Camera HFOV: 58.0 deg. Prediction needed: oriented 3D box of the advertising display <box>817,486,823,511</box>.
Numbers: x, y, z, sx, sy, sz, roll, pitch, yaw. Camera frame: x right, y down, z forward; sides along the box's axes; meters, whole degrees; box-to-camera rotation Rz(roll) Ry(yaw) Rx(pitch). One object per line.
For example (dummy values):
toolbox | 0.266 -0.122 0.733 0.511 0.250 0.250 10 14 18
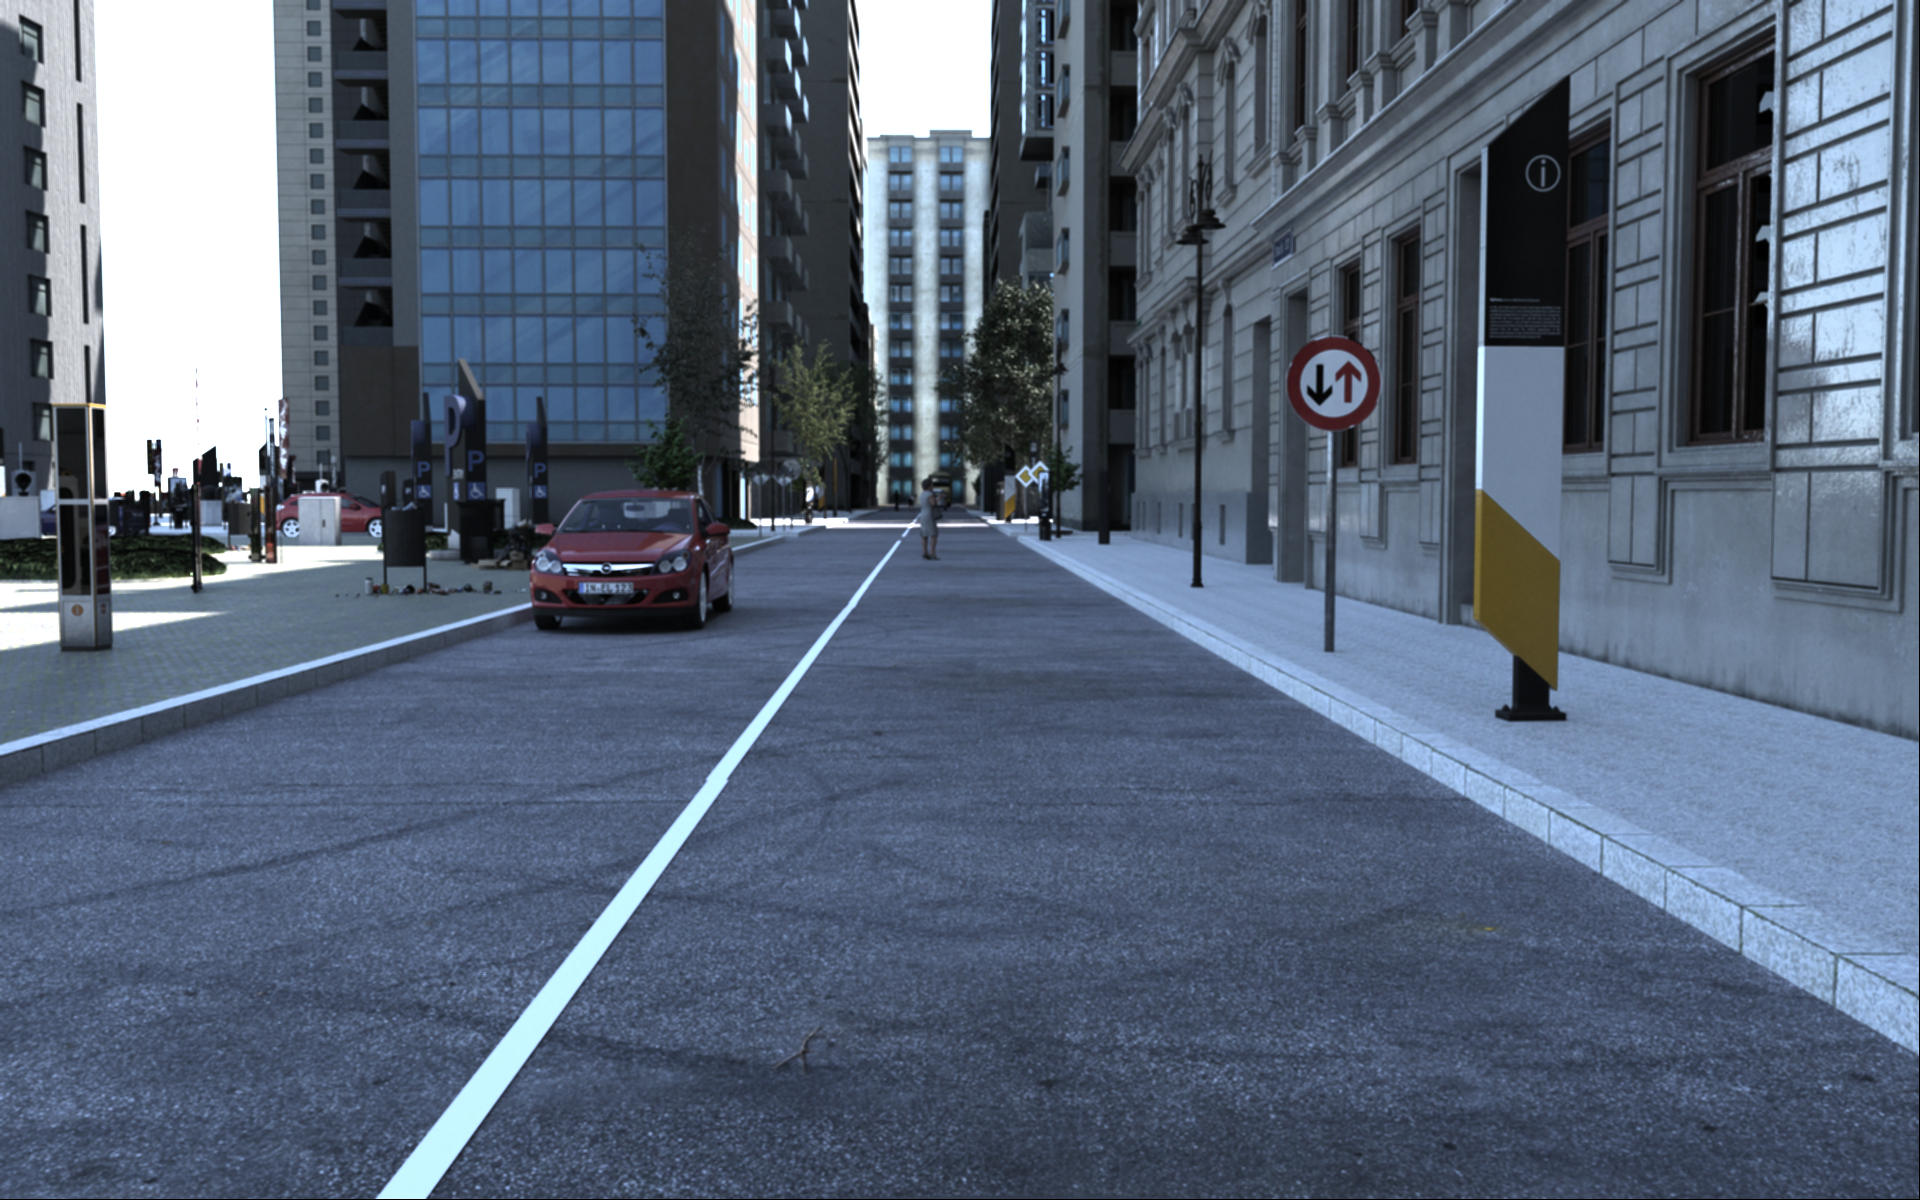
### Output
advertising display | -10.645 -7.756 132.029 0.974 1.923 0.123 3 5 39

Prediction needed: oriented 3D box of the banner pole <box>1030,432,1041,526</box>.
banner pole | 3.094 -4.924 70.531 0.401 3.779 0.863 -2 4 -34

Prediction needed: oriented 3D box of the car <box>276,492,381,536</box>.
car | -19.758 -2.860 55.799 4.494 1.783 2.155 0 4 1

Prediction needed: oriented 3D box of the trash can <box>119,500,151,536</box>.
trash can | -20.935 -1.978 43.988 0.748 1.137 0.748 0 3 0

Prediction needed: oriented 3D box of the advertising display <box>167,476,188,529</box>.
advertising display | -28.885 -3.593 63.961 0.123 1.923 0.974 1 4 14

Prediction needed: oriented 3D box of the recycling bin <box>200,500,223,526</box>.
recycling bin | -30.239 -3.504 69.847 0.722 1.027 0.722 -3 5 -44

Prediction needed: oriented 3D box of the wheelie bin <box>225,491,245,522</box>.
wheelie bin | -33.784 -4.431 80.350 0.693 1.594 0.980 0 4 -2

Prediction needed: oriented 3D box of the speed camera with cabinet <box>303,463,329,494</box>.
speed camera with cabinet | -41.614 -7.159 111.385 0.660 3.252 2.038 3 5 40

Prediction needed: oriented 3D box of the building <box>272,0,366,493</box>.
building | -63.682 -46.418 197.183 20.611 71.187 20.563 0 4 -1

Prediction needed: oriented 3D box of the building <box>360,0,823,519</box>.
building | -20.489 -29.390 100.136 23.786 49.044 30.456 0 4 -1

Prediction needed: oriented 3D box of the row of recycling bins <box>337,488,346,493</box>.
row of recycling bins | -39.374 -6.361 111.122 1.069 1.692 3.534 -1 4 -11

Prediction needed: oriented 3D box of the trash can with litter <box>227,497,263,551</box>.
trash can with litter | -16.881 -1.743 39.557 2.233 1.210 1.678 -3 5 -41

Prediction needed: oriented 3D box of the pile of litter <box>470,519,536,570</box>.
pile of litter | -7.688 -0.957 29.607 1.176 0.858 1.719 -2 4 -35

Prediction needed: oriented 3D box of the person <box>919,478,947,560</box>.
person | -0.564 -1.762 37.660 0.532 1.782 0.716 -2 4 -30

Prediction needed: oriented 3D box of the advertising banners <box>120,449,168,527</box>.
advertising banners | -31.307 -4.298 66.454 0.090 3.025 2.074 1 4 18

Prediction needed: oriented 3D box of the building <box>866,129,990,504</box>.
building | -1.307 -37.328 229.921 30.456 49.044 23.786 0 4 -1

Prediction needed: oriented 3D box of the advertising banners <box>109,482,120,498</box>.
advertising banners | -48.614 -6.346 99.947 0.090 3.025 2.074 2 4 28

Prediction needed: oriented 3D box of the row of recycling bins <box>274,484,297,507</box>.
row of recycling bins | -28.038 -3.957 71.815 1.069 1.692 3.534 -1 4 -17

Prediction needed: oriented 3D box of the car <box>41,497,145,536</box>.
car | -28.509 -2.657 56.016 3.894 1.354 1.945 0 4 -2

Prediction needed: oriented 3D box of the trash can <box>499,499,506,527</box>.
trash can | -13.864 -2.438 51.518 0.748 1.137 0.748 0 3 0

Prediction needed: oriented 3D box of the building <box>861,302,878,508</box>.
building | -22.434 -19.916 170.658 27.650 21.520 28.899 0 4 -1

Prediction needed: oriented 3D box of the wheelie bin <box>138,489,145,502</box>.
wheelie bin | -49.781 -5.980 105.679 0.693 1.594 0.980 -2 4 -26

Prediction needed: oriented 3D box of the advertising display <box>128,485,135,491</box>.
advertising display | -60.396 -7.408 126.328 0.123 1.923 0.974 0 4 -4

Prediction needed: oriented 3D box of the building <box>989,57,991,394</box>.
building | 9.745 -29.333 163.196 14.154 41.232 14.086 0 4 -1

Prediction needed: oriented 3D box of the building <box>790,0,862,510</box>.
building | -19.384 -31.851 144.470 21.300 48.544 21.600 0 4 -1

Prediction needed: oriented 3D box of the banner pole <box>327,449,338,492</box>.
banner pole | -34.690 -6.463 95.686 0.863 3.779 0.401 2 4 29

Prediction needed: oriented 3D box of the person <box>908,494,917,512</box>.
person | -3.731 -7.704 137.642 0.799 1.438 0.628 0 4 8

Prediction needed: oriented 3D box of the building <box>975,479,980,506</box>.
building | 17.958 -30.906 197.189 32.217 40.220 23.993 0 4 -1

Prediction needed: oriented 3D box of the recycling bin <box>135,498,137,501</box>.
recycling bin | -54.067 -6.123 112.658 0.722 1.027 0.722 2 4 26

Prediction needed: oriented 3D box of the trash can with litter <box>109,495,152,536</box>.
trash can with litter | -24.198 -2.390 50.126 2.233 1.210 1.678 -1 4 -21

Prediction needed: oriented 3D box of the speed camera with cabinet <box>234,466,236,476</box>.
speed camera with cabinet | -51.806 -7.811 122.048 2.038 3.252 0.660 0 4 -4

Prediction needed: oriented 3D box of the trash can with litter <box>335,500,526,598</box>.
trash can with litter | -6.781 -0.690 22.337 2.233 1.210 1.678 0 4 -7

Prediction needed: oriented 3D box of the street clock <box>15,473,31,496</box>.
street clock | -32.470 -3.395 60.075 0.471 2.002 0.358 -2 4 -34

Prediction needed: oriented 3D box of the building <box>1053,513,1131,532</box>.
building | 14.518 -27.200 68.424 21.600 48.544 21.300 0 4 -1

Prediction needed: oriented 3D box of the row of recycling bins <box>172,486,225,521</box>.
row of recycling bins | -36.928 -4.728 84.420 3.534 1.692 1.069 1 4 20

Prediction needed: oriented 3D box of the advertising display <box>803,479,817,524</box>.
advertising display | -6.417 -4.173 73.439 0.123 1.923 0.974 1 4 16

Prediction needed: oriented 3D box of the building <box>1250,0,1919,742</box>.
building | 9.806 -10.980 15.682 11.583 22.565 21.152 0 4 -1

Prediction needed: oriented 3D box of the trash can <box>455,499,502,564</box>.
trash can | -8.879 -1.233 31.806 0.748 1.137 0.748 0 3 0

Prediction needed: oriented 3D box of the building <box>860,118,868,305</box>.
building | -18.119 -33.765 202.160 14.200 45.320 14.600 0 4 -1

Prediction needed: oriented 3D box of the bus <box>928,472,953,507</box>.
bus | -2.216 -12.208 191.143 2.896 3.916 12.252 0 4 0

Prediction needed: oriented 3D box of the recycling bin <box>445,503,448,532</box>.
recycling bin | -14.147 -2.221 48.861 0.722 1.027 0.722 -1 4 -16

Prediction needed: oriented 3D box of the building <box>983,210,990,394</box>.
building | 9.286 -24.871 178.347 14.160 30.474 14.107 0 4 -1

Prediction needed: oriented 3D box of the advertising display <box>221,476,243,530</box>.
advertising display | -26.027 -3.472 61.982 0.123 1.923 0.974 1 4 17

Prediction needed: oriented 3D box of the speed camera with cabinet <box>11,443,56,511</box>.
speed camera with cabinet | -35.365 -4.427 66.725 2.038 3.252 0.660 0 4 -1

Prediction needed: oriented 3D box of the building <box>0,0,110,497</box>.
building | -43.721 -18.093 67.527 14.107 30.474 14.160 0 4 -1

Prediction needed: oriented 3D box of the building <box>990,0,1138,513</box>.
building | 13.521 -31.897 145.215 21.300 48.544 21.600 0 4 -1

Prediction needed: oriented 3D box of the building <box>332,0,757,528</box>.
building | -15.891 -25.684 70.040 14.600 45.320 14.200 0 4 -1

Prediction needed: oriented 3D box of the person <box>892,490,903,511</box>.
person | -5.406 -8.585 148.879 0.705 1.822 1.348 3 5 41

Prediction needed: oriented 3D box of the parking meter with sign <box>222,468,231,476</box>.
parking meter with sign | -49.161 -7.350 116.434 0.543 3.016 1.738 -2 4 -29

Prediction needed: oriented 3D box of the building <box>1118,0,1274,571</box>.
building | 11.323 -15.346 38.301 14.401 28.519 23.554 0 4 -1

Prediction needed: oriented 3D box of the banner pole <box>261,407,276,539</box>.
banner pole | -19.801 -3.653 49.738 0.401 3.779 0.863 -3 5 -44

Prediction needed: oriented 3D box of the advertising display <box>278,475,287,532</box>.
advertising display | -22.997 -3.278 58.813 0.123 1.923 0.974 -2 4 -31

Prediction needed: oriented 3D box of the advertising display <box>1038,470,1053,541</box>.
advertising display | 2.352 -2.600 47.719 0.123 1.923 0.974 -1 4 -15

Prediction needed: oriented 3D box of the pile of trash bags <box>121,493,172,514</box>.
pile of trash bags | -51.948 -6.140 110.140 1.912 1.369 3.447 2 4 28

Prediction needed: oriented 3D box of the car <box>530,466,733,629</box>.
car | -3.642 -0.652 19.697 2.155 1.783 4.494 0 4 -1

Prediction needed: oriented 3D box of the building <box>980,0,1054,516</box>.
building | 12.898 -49.038 114.443 22.319 86.520 31.000 0 4 -1
